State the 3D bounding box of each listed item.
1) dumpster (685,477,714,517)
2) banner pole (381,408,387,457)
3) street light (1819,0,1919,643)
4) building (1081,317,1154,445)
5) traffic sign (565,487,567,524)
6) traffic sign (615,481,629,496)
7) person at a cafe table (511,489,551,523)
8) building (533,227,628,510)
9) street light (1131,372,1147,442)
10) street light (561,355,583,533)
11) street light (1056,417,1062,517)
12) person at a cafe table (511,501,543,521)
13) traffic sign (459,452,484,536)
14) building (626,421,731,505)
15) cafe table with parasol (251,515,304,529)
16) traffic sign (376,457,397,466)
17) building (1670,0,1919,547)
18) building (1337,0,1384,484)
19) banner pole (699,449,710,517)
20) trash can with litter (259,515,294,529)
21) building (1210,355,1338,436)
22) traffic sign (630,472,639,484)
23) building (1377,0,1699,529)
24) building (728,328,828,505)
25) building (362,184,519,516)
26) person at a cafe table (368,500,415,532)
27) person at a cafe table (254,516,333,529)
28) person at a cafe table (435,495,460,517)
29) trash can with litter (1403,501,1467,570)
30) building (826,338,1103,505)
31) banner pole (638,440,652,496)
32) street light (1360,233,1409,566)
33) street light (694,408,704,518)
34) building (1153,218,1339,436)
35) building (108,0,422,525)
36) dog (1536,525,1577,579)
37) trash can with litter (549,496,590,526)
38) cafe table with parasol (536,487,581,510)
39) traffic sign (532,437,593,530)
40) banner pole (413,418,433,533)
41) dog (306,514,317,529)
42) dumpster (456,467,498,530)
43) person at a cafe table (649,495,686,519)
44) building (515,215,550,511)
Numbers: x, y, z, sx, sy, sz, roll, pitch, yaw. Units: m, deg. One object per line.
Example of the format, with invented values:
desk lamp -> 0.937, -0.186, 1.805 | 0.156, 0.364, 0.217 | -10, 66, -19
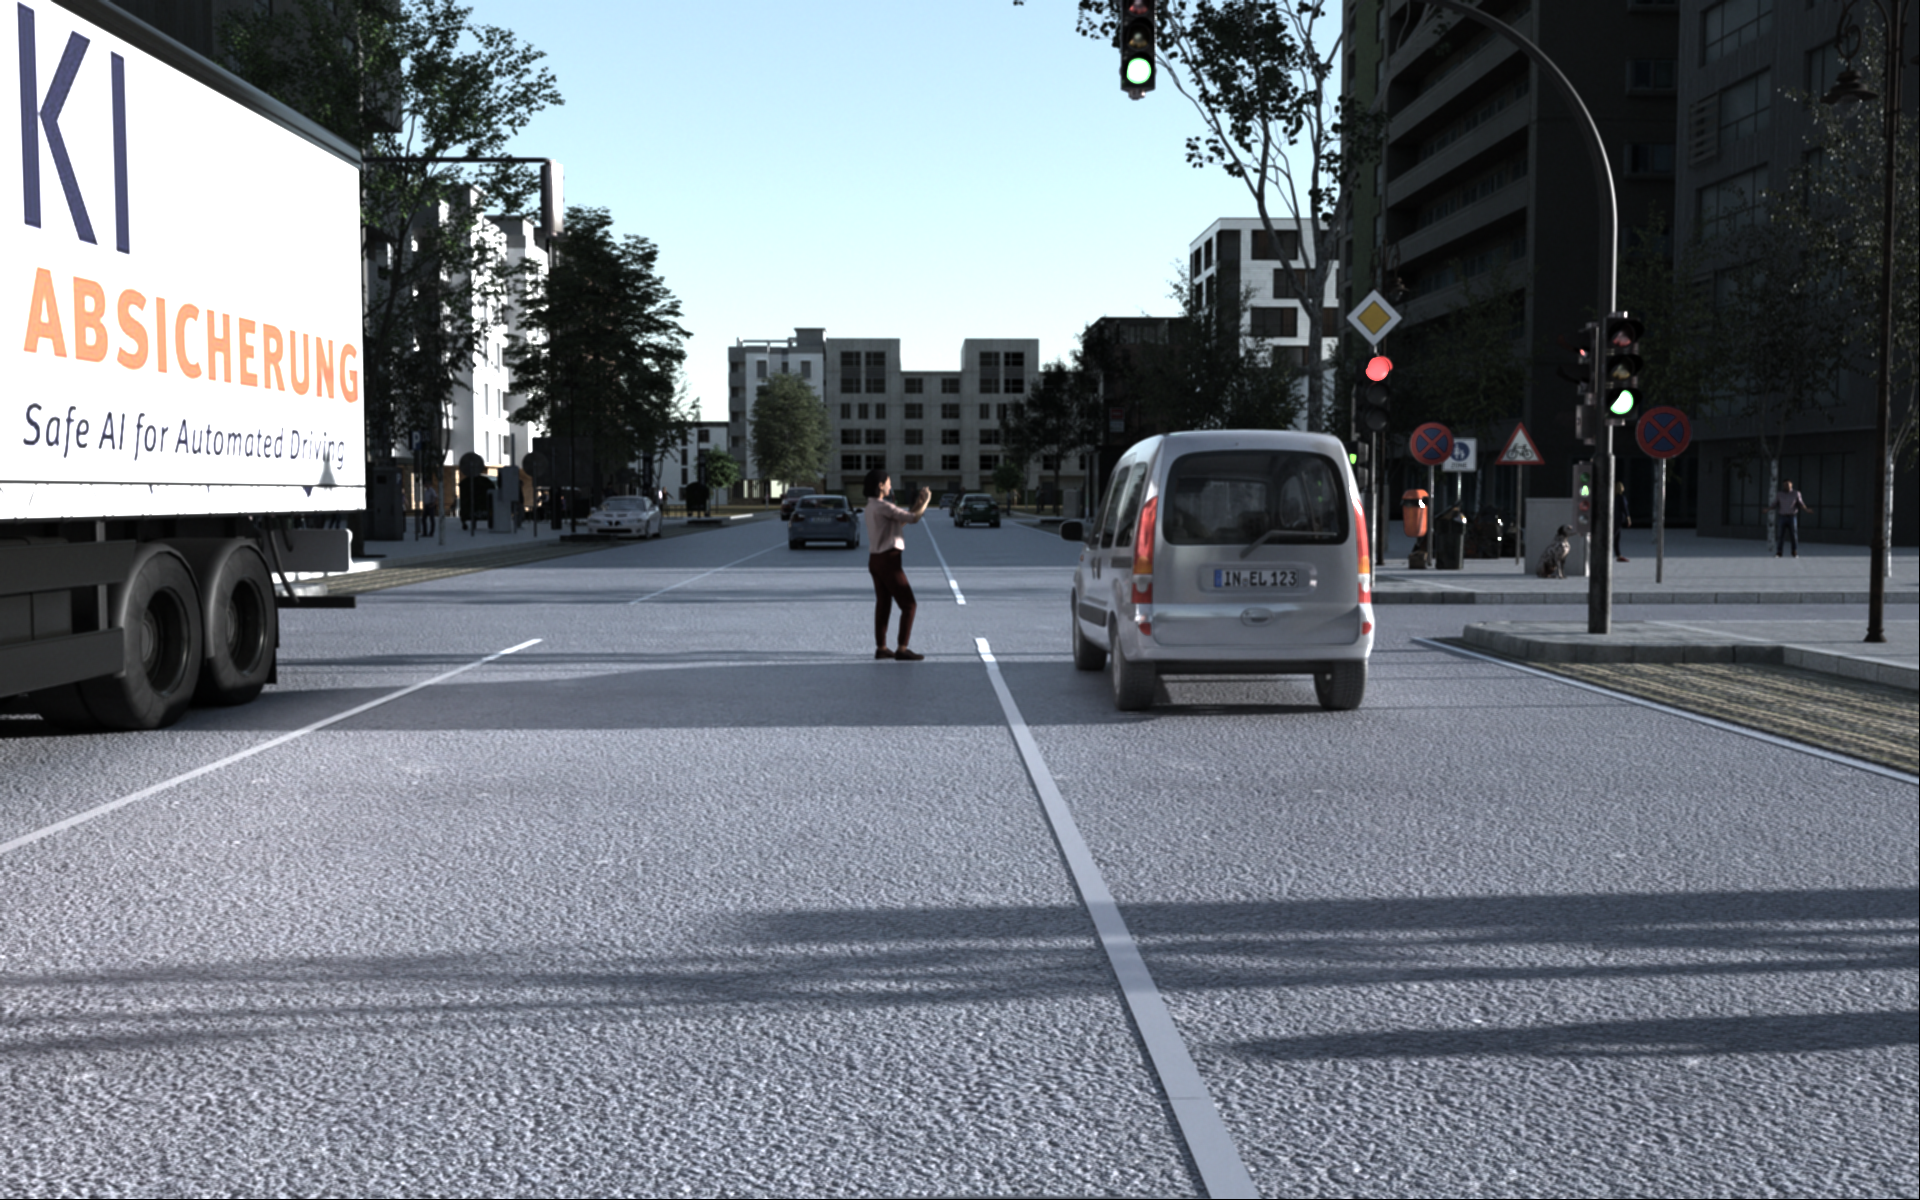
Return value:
dumpster -> -14.751, -5.822, 97.687 | 1.502, 2.255, 1.985 | 0, 4, -1
banner pole -> -16.669, -3.682, 50.221 | 0.401, 3.779, 0.863 | -2, 4, -28
street light -> 7.941, -2.572, 14.848 | 0.468, 5.910, 1.993 | 0, 4, -2
building -> 32.228, -22.443, 210.914 | 32.646, 21.610, 27.936 | 0, 4, -2
traffic sign -> -16.826, -4.520, 73.900 | 0.884, 2.594, 0.081 | 0, 4, 6
traffic sign -> -18.258, -5.737, 93.796 | 0.884, 2.594, 0.081 | 0, 4, 6
person at a cafe table -> -18.949, -4.234, 77.741 | 1.698, 1.524, 1.622 | 2, 4, 24
building -> -46.189, -18.484, 146.182 | 32.646, 21.610, 27.936 | 0, 4, -2
street light -> 6.664, -5.598, 64.315 | 0.468, 5.910, 1.993 | 0, 4, -2
street light -> -12.876, -5.185, 57.559 | 0.468, 5.910, 1.993 | 0, 4, -2
street light -> 5.560, -7.665, 98.111 | 0.468, 5.910, 1.993 | 0, 4, -2
person at a cafe table -> -20.617, -4.341, 81.838 | 1.726, 1.238, 1.698 | 3, 5, 43
traffic sign -> -14.816, -3.209, 52.571 | 0.768, 2.556, 0.104 | 0, 4, 0
building -> -40.817, -15.802, 200.502 | 28.070, 9.664, 9.099 | 0, 4, -2
cafe table with parasol -> -22.460, -3.177, 56.806 | 2.610, 1.966, 2.610 | 2, 4, 34
traffic sign -> -15.896, -2.806, 48.011 | 0.606, 2.300, 0.079 | 0, 4, 5
building -> 28.314, -22.056, 44.207 | 14.086, 41.232, 14.154 | 0, 4, -2
building -> 27.524, -24.990, 92.177 | 14.154, 41.232, 14.086 | 0, 4, -2
banner pole -> -14.130, -6.488, 96.093 | 0.863, 3.779, 0.401 | 1, 4, 19
trash can with litter -> -12.220, -1.239, 31.637 | 1.055, 1.170, 0.624 | -2, 4, -26
building -> 23.345, -10.554, 114.710 | 9.099, 9.664, 28.070 | 0, 4, -2
traffic sign -> -18.566, -6.014, 98.441 | 0.768, 2.556, 0.104 | 0, 4, 5
building -> 31.428, -27.509, 73.475 | 21.300, 48.544, 21.600 | 0, 4, -2
building -> -21.082, -21.229, 203.506 | 11.380, 20.091, 16.016 | 0, 4, -2
building -> -36.113, -15.128, 103.759 | 16.016, 20.091, 11.380 | 0, 4, -2
person at a cafe table -> -19.461, -2.905, 58.353 | 1.698, 1.238, 1.726 | -2, 4, -35
person at a cafe table -> -17.107, -2.165, 43.911 | 1.622, 1.524, 1.698 | 1, 4, 12
person at a cafe table -> -28.667, -5.308, 97.653 | 1.726, 1.238, 1.698 | 3, 5, 40
trash can with litter -> 8.093, -1.108, 29.509 | 1.055, 1.170, 0.624 | 1, 4, 21
building -> 0.312, -20.720, 205.228 | 31.486, 18.905, 16.747 | 0, 4, -2
banner pole -> -14.599, -5.505, 80.021 | 0.863, 3.779, 0.401 | -3, 4, -36
street light -> 7.554, -3.558, 30.962 | 0.468, 5.910, 1.993 | 0, 4, -2
street light -> -13.808, -7.257, 91.442 | 0.468, 5.910, 1.993 | 0, 4, -2
building -> 32.617, -18.406, 144.916 | 27.936, 21.610, 32.646 | 0, 4, -2
building -> -40.896, -29.706, 74.925 | 28.713, 52.752, 27.495 | 0, 4, -2
dog -> 9.078, -0.743, 26.531 | 0.513, 0.831, 0.800 | 0, 4, 2
trash can with litter -> -16.865, -3.971, 75.982 | 2.233, 1.210, 1.678 | 0, 4, 1
cafe table with parasol -> -22.234, -5.557, 95.715 | 2.610, 1.966, 2.610 | -1, 4, -20
traffic sign -> -14.169, -4.150, 61.730 | 2.265, 3.308, 0.079 | 0, 4, 8
banner pole -> -17.603, -4.085, 56.811 | 0.863, 3.779, 0.401 | 2, 4, 30
dog -> -23.911, -3.015, 63.674 | 0.513, 0.831, 0.800 | -1, 4, -9
dumpster -> -17.175, -3.657, 62.290 | 1.502, 2.255, 1.985 | 0, 4, -2
person at a cafe table -> -15.381, -4.864, 90.388 | 1.726, 1.238, 1.698 | -2, 4, -27
building -> -35.853, -15.842, 115.435 | 16.016, 20.091, 11.380 | 0, 4, -2
